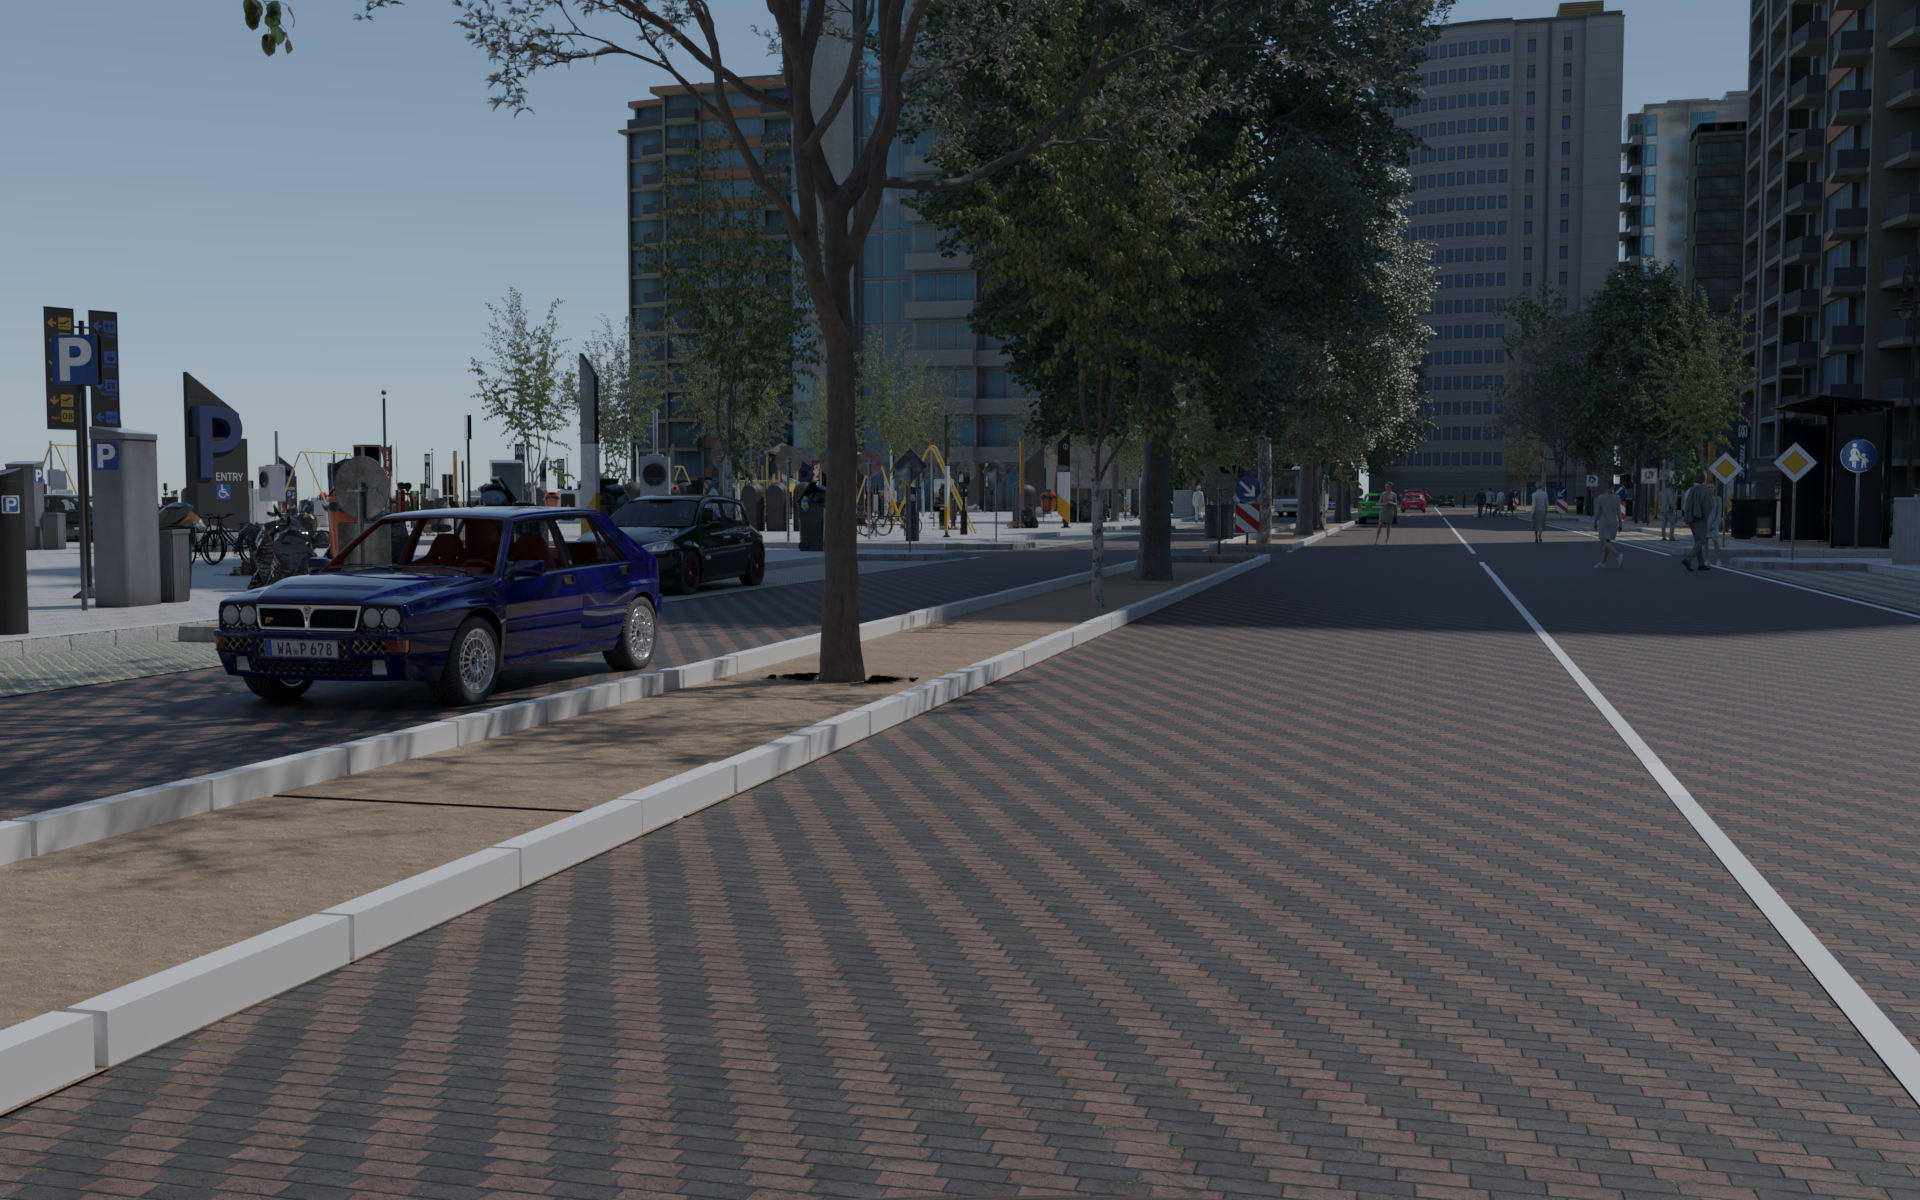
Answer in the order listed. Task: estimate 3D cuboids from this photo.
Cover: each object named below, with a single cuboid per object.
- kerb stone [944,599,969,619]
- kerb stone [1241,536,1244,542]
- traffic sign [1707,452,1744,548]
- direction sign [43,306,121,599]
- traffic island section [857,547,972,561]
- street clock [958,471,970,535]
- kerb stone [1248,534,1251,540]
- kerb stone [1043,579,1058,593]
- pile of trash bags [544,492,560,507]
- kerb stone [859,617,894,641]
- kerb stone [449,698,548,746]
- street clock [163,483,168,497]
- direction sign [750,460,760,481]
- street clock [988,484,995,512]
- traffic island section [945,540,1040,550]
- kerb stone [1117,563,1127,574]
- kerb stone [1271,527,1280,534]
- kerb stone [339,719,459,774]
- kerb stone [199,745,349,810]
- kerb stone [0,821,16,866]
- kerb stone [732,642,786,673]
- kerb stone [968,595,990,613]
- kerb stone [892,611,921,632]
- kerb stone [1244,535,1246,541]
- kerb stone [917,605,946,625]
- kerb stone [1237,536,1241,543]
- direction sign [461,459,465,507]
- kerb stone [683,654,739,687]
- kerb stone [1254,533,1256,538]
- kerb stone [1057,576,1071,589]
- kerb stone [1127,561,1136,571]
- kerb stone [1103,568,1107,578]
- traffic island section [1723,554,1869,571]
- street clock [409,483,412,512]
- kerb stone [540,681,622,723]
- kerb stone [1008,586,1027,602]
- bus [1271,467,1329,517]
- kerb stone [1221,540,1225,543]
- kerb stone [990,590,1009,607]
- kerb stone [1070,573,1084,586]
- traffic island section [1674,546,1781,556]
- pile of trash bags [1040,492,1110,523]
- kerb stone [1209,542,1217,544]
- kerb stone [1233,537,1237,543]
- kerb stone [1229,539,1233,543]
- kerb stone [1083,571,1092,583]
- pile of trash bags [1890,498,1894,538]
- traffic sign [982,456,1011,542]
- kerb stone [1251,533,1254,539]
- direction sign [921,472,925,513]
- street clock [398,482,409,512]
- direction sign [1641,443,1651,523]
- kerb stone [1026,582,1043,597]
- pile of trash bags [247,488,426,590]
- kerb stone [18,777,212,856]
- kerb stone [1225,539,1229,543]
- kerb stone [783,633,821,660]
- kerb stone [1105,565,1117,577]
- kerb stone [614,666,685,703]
[{"bbox_3d":[-0.104,0.124,20.174,0.120,0.150,1.000,1,4,15],"label":"kerb stone"},{"bbox_3d":[8.249,-1.787,51.406,0.120,0.150,1.000,1,4,15],"label":"kerb stone"},{"bbox_3d":[18.196,-2.299,41.226,0.795,2.450,0.064,1,4,15],"label":"traffic sign"},{"bbox_3d":[-10.749,-1.791,21.281,0.379,3.537,0.876,3,4,38],"label":"direction sign"},{"bbox_3d":[-1.128,-0.973,38.195,2.009,0.180,2.903,1,4,15],"label":"traffic island section"},{"bbox_3d":[0.121,-3.045,54.361,0.358,2.002,0.471,-1,4,-23],"label":"street clock"},{"bbox_3d":[8.779,-1.907,53.381,0.120,0.150,1.000,1,4,15],"label":"kerb stone"},{"bbox_3d":[1.217,-0.179,25.126,0.120,0.150,1.000,1,4,15],"label":"kerb stone"},{"bbox_3d":[-18.512,-4.538,83.949,3.447,1.369,1.912,2,4,27],"label":"pile of trash bags"},{"bbox_3d":[-0.890,0.305,17.205,0.120,0.150,1.000,1,4,15],"label":"kerb stone"},{"bbox_3d":[-2.756,0.729,10.275,0.120,0.150,1.000,1,4,15],"label":"kerb stone"},{"bbox_3d":[-51.894,-6.642,113.165,0.358,2.002,0.471,-1,4,-18],"label":"street clock"},{"bbox_3d":[-13.556,-7.496,114.564,0.379,3.537,0.876,3,5,43],"label":"direction sign"},{"bbox_3d":[2.230,-7.111,120.827,0.471,2.002,0.358,2,4,26],"label":"street clock"},{"bbox_3d":[0.936,-1.445,45.910,2.009,0.180,2.903,1,4,15],"label":"traffic island section"},{"bbox_3d":[2.812,-0.543,31.080,0.120,0.150,1.000,1,4,15],"label":"kerb stone"},{"bbox_3d":[11.695,-2.574,64.278,0.120,0.150,1.000,1,4,15],"label":"kerb stone"},{"bbox_3d":[-3.020,0.792,9.280,0.120,0.150,1.000,1,4,15],"label":"kerb stone"},{"bbox_3d":[-3.290,0.853,8.294,0.120,0.150,1.000,1,4,15],"label":"kerb stone"},{"bbox_3d":[-3.821,0.972,6.307,0.120,0.150,1.000,1,4,15],"label":"kerb stone"},{"bbox_3d":[-1.691,0.486,14.242,0.120,0.150,1.000,1,4,15],"label":"kerb stone"},{"bbox_3d":[0.160,0.063,21.162,0.120,0.150,1.000,1,4,15],"label":"kerb stone"},{"bbox_3d":[-0.636,0.250,18.201,0.120,0.150,1.000,1,4,15],"label":"kerb stone"},{"bbox_3d":[8.514,-1.847,52.393,0.120,0.150,1.000,1,4,15],"label":"kerb stone"},{"bbox_3d":[-0.378,0.184,19.190,0.120,0.150,1.000,1,4,15],"label":"kerb stone"},{"bbox_3d":[7.982,-1.726,50.412,0.120,0.150,1.000,1,4,15],"label":"kerb stone"},{"bbox_3d":[-33.824,-7.699,117.879,0.379,3.537,0.876,0,4,-6],"label":"direction sign"},{"bbox_3d":[-1.957,0.554,13.248,0.120,0.150,1.000,1,4,15],"label":"kerb stone"},{"bbox_3d":[9.304,-2.026,55.357,0.120,0.150,1.000,1,4,15],"label":"kerb stone"},{"bbox_3d":[1.482,-0.239,26.120,0.120,0.150,1.000,1,4,15],"label":"kerb stone"},{"bbox_3d":[3.074,-0.603,32.069,0.120,0.150,1.000,1,4,15],"label":"kerb stone"},{"bbox_3d":[2.275,-0.417,29.092,0.120,0.150,1.000,1,4,15],"label":"kerb stone"},{"bbox_3d":[16.156,-0.691,33.582,2.009,0.180,2.903,1,4,15],"label":"traffic island section"},{"bbox_3d":[-34.082,-6.258,106.883,0.358,2.002,0.471,3,5,44],"label":"street clock"},{"bbox_3d":[-2.491,0.669,11.262,0.120,0.150,1.000,1,4,15],"label":"kerb stone"},{"bbox_3d":[0.687,-0.058,23.143,0.120,0.150,1.000,1,4,15],"label":"kerb stone"},{"bbox_3d":[22.037,-7.146,111.697,2.948,3.499,13.247,1,4,16],"label":"bus"},{"bbox_3d":[6.927,-1.479,46.448,0.120,0.150,1.000,1,4,15],"label":"kerb stone"},{"bbox_3d":[0.422,0.009,22.151,0.120,0.150,1.000,1,4,15],"label":"kerb stone"},{"bbox_3d":[1.746,-0.301,27.117,0.120,0.150,1.000,1,4,15],"label":"kerb stone"},{"bbox_3d":[18.220,-1.163,41.297,2.009,0.180,2.903,1,4,15],"label":"traffic island section"},{"bbox_3d":[5.089,-4.234,78.973,3.447,1.369,1.912,3,4,37],"label":"pile of trash bags"},{"bbox_3d":[6.659,-1.423,45.459,0.120,0.150,1.000,1,4,15],"label":"kerb stone"},{"bbox_3d":[7.714,-1.665,49.425,0.120,0.150,1.000,1,4,15],"label":"kerb stone"},{"bbox_3d":[7.459,-1.603,48.435,0.120,0.150,1.000,1,4,15],"label":"kerb stone"},{"bbox_3d":[2.007,-0.361,28.105,0.120,0.150,1.000,1,4,15],"label":"kerb stone"},{"bbox_3d":[26.774,-2.570,51.769,3.447,1.369,1.912,3,4,38],"label":"pile of trash bags"},{"bbox_3d":[0.961,-2.581,45.842,0.795,2.450,0.064,1,4,15],"label":"traffic sign"},{"bbox_3d":[9.037,-1.966,54.371,0.120,0.150,1.000,1,4,15],"label":"kerb stone"},{"bbox_3d":[-2.484,-7.575,115.855,0.379,3.537,0.876,0,4,-1],"label":"direction sign"},{"bbox_3d":[-33.659,-6.103,104.346,0.358,2.002,0.471,1,4,23],"label":"street clock"},{"bbox_3d":[30.543,-5.200,77.013,0.379,3.537,0.876,0,4,6],"label":"direction sign"},{"bbox_3d":[0.951,-0.119,24.136,0.120,0.150,1.000,1,4,15],"label":"kerb stone"},{"bbox_3d":[-8.110,-0.774,22.415,1.912,1.369,3.447,-2,4,-27],"label":"pile of trash bags"},{"bbox_3d":[-3.555,0.911,7.302,0.120,0.150,1.000,1,4,15],"label":"kerb stone"},{"bbox_3d":[7.193,-1.540,47.445,0.120,0.150,1.000,1,4,15],"label":"kerb stone"},{"bbox_3d":[-1.436,0.426,15.231,0.120,0.150,1.000,1,4,15],"label":"kerb stone"},{"bbox_3d":[2.541,-0.482,30.078,0.120,0.150,1.000,1,4,15],"label":"kerb stone"},{"bbox_3d":[-2.229,0.608,12.258,0.120,0.150,1.000,1,4,15],"label":"kerb stone"}]
